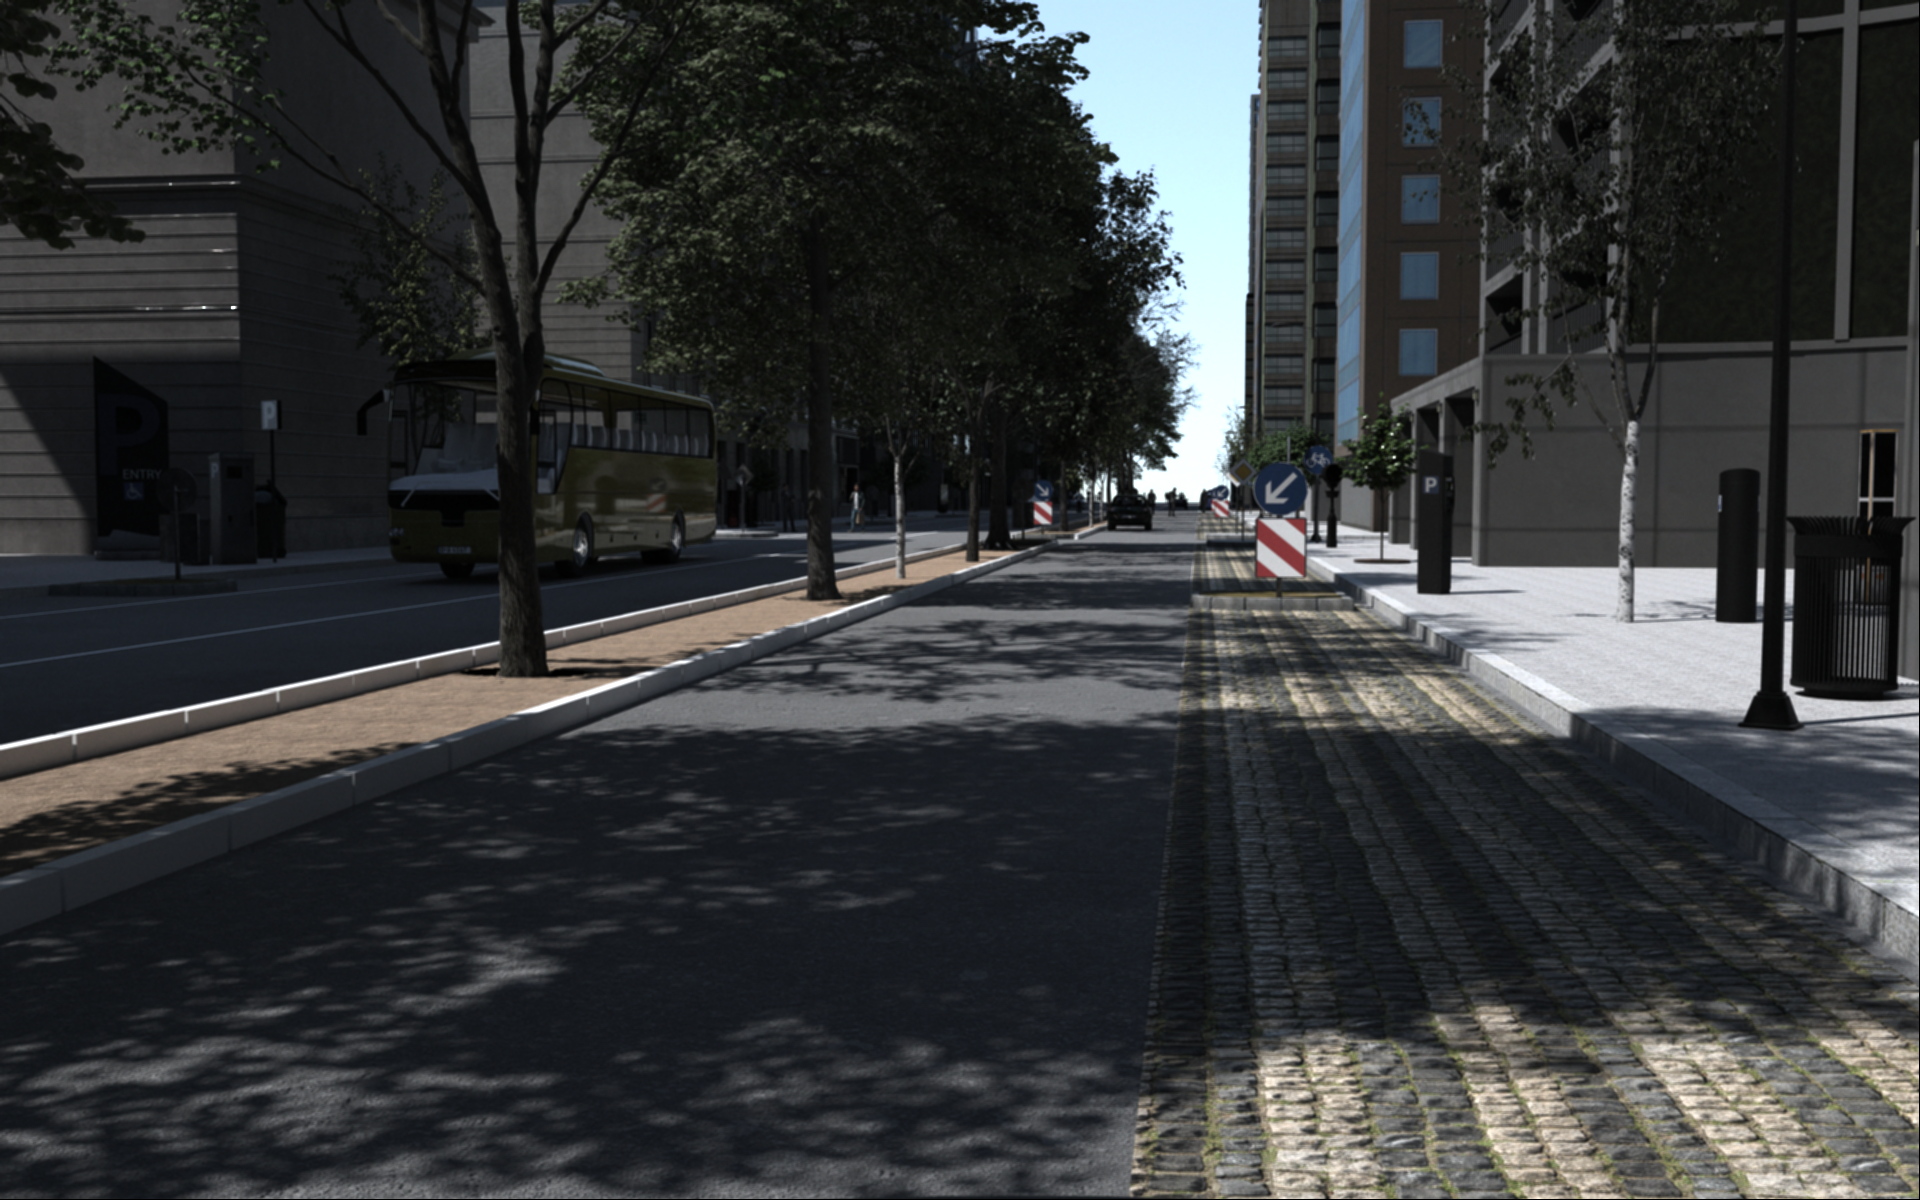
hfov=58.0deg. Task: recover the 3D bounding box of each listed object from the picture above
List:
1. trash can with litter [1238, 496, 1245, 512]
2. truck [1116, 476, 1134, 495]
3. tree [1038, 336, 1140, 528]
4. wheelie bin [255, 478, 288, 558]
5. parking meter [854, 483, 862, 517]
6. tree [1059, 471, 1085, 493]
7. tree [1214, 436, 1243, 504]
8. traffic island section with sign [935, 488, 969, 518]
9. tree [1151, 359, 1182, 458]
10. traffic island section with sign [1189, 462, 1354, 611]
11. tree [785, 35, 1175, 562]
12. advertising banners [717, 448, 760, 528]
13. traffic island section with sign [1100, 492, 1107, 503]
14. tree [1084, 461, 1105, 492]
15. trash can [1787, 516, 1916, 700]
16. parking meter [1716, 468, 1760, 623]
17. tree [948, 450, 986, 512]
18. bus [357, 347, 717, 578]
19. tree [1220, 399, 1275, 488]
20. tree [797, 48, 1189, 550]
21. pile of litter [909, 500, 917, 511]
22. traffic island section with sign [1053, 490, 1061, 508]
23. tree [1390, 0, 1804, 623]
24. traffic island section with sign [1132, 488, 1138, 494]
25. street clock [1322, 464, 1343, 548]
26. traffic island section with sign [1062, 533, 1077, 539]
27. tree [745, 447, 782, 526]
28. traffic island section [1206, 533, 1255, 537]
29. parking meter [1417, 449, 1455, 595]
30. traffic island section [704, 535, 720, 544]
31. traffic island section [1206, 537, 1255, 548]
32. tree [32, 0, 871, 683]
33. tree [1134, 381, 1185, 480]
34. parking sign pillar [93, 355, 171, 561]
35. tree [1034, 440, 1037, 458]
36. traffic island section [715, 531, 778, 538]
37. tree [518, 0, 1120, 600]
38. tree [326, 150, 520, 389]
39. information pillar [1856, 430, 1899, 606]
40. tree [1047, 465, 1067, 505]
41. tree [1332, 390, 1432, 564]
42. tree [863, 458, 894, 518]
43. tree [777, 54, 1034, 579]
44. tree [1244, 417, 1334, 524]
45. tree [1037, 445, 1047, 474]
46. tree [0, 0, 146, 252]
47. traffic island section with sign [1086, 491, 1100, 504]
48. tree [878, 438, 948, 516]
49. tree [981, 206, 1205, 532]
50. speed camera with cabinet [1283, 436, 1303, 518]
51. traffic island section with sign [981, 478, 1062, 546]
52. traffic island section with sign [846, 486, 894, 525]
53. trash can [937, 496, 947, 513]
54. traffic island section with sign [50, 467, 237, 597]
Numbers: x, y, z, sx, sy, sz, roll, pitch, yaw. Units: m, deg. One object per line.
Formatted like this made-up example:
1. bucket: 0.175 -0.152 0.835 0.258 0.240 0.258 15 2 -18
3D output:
1. trash can with litter: 20.771 -7.109 127.619 0.624 1.170 1.055 -1 4 -10
2. truck: 26.326 -17.564 276.089 2.839 4.237 11.283 0 4 6
3. tree: 5.549 -7.367 73.277 4.737 8.622 4.395 0 3 0
4. wheelie bin: -13.859 -1.642 34.749 0.693 1.594 0.980 -2 4 -23
5. parking meter: -5.187 -5.045 88.205 0.399 1.863 0.255 -1 4 -12
6. tree: 15.059 -15.240 232.892 4.285 4.588 4.351 0 3 0
7. tree: 33.860 -16.247 216.003 4.360 8.622 3.978 0 3 0
8. traffic island section with sign: -0.406 -6.001 106.748 1.989 1.847 2.006 0 4 8
9. tree: 11.568 -11.598 117.832 9.928 11.665 9.643 0 3 0
10. traffic island section with sign: 3.937 -0.822 22.067 1.989 1.847 2.006 0 4 8
11. tree: 0.190 -6.049 35.773 8.767 10.594 7.601 0 4 8
12. advertising banners: -8.628 -4.272 66.036 2.074 3.025 0.090 1 4 15
13. traffic island section with sign: 21.452 -15.648 264.475 1.989 1.847 2.006 0 4 8
14. tree: 21.547 -20.112 279.200 4.360 8.622 3.978 0 3 0
15. trash can: 5.609 0.042 10.967 0.748 1.137 0.748 0 3 0
16. parking meter: 7.781 -0.545 17.325 0.372 1.533 0.369 0 3 0
17. tree: 0.256 -8.761 126.957 4.285 4.588 4.351 0 3 0
18. bus: -7.297 -2.522 32.781 2.896 3.916 12.252 0 4 6
19. tree: 21.971 -11.166 132.925 4.737 8.622 4.395 0 3 0
20. tree: 0.992 -7.639 44.370 9.611 12.733 9.660 0 3 0
21. pile of litter: -3.866 -7.107 130.169 1.176 0.858 1.719 -2 4 -29
22. traffic island section with sign: 10.214 -10.688 183.372 1.989 1.847 2.006 0 4 8
23. tree: 6.635 -4.095 17.312 4.360 8.622 3.978 0 3 0
24. traffic island section with sign: 13.037 -7.470 130.263 2.006 1.907 1.989 0 4 8
25. street clock: 8.905 -2.255 41.441 0.471 2.002 0.358 -1 4 -13
26. traffic island section with sign: 2.729 -2.917 55.832 2.006 1.907 1.989 0 4 8
27. tree: -8.120 -4.617 70.085 1.663 3.219 1.824 0 3 0
28. traffic island section: 8.859 -2.021 55.328 2.009 0.180 2.903 0 4 8
29. parking meter: 6.101 -1.008 22.197 0.399 1.863 0.255 3 5 43
30. traffic island section: -8.324 -1.674 49.645 2.009 0.180 2.903 0 4 8
31. traffic island section: 7.763 -1.537 47.418 2.009 0.180 2.903 0 4 8
32. tree: -3.525 -5.211 13.412 9.928 11.665 9.643 0 3 0
33. tree: 12.543 -12.597 126.543 7.486 12.596 7.792 0 3 0
34. parking sign pillar: -16.192 -2.779 33.902 1.447 3.967 1.447 -2 4 -24
35. tree: 3.756 -12.242 150.513 4.360 8.622 3.978 0 3 0
36. traffic island section: -7.228 -2.157 57.554 2.009 0.180 2.903 0 4 8
37. tree: -1.819 -6.237 22.566 7.486 12.596 7.792 0 3 0
38. tree: -11.680 -5.357 37.949 4.737 8.622 4.395 0 3 0
39. information pillar: 10.551 -0.944 19.932 0.304 2.012 0.304 0 4 3
40. tree: 10.979 -15.516 204.042 4.360 8.622 3.978 0 3 0
41. tree: 7.895 -2.313 32.426 1.663 3.219 1.824 0 3 0
42. tree: -4.316 -5.977 92.332 1.663 3.219 1.824 0 3 0
43. tree: -1.017 -4.642 28.714 4.360 8.622 3.978 0 3 0
44. tree: 14.381 -5.508 73.777 4.285 4.588 4.351 0 3 0
45. tree: 5.150 -12.849 160.449 4.360 8.622 3.978 0 3 0
46. tree: -4.497 -5.141 4.644 7.486 12.596 7.792 0 3 0
47. traffic island section with sign: 17.751 -14.015 237.774 1.989 1.847 2.006 0 4 8
48. tree: -3.213 -7.187 101.227 4.285 4.588 4.351 0 3 0
49. tree: 3.885 -9.296 64.820 12.009 13.543 11.850 0 3 0
50. speed camera with cabinet: 11.241 -3.935 58.671 0.660 3.252 2.038 1 4 18
51. traffic island section with sign: 1.702 -2.468 48.496 2.006 1.907 1.989 0 4 8
52. traffic island section with sign: -4.110 -4.368 80.048 1.989 1.847 2.006 0 4 8
53. trash can: -1.229 -6.568 119.035 0.748 1.137 0.748 0 3 0
54. traffic island section with sign: -11.708 -1.012 25.177 1.989 1.847 2.006 0 4 8
